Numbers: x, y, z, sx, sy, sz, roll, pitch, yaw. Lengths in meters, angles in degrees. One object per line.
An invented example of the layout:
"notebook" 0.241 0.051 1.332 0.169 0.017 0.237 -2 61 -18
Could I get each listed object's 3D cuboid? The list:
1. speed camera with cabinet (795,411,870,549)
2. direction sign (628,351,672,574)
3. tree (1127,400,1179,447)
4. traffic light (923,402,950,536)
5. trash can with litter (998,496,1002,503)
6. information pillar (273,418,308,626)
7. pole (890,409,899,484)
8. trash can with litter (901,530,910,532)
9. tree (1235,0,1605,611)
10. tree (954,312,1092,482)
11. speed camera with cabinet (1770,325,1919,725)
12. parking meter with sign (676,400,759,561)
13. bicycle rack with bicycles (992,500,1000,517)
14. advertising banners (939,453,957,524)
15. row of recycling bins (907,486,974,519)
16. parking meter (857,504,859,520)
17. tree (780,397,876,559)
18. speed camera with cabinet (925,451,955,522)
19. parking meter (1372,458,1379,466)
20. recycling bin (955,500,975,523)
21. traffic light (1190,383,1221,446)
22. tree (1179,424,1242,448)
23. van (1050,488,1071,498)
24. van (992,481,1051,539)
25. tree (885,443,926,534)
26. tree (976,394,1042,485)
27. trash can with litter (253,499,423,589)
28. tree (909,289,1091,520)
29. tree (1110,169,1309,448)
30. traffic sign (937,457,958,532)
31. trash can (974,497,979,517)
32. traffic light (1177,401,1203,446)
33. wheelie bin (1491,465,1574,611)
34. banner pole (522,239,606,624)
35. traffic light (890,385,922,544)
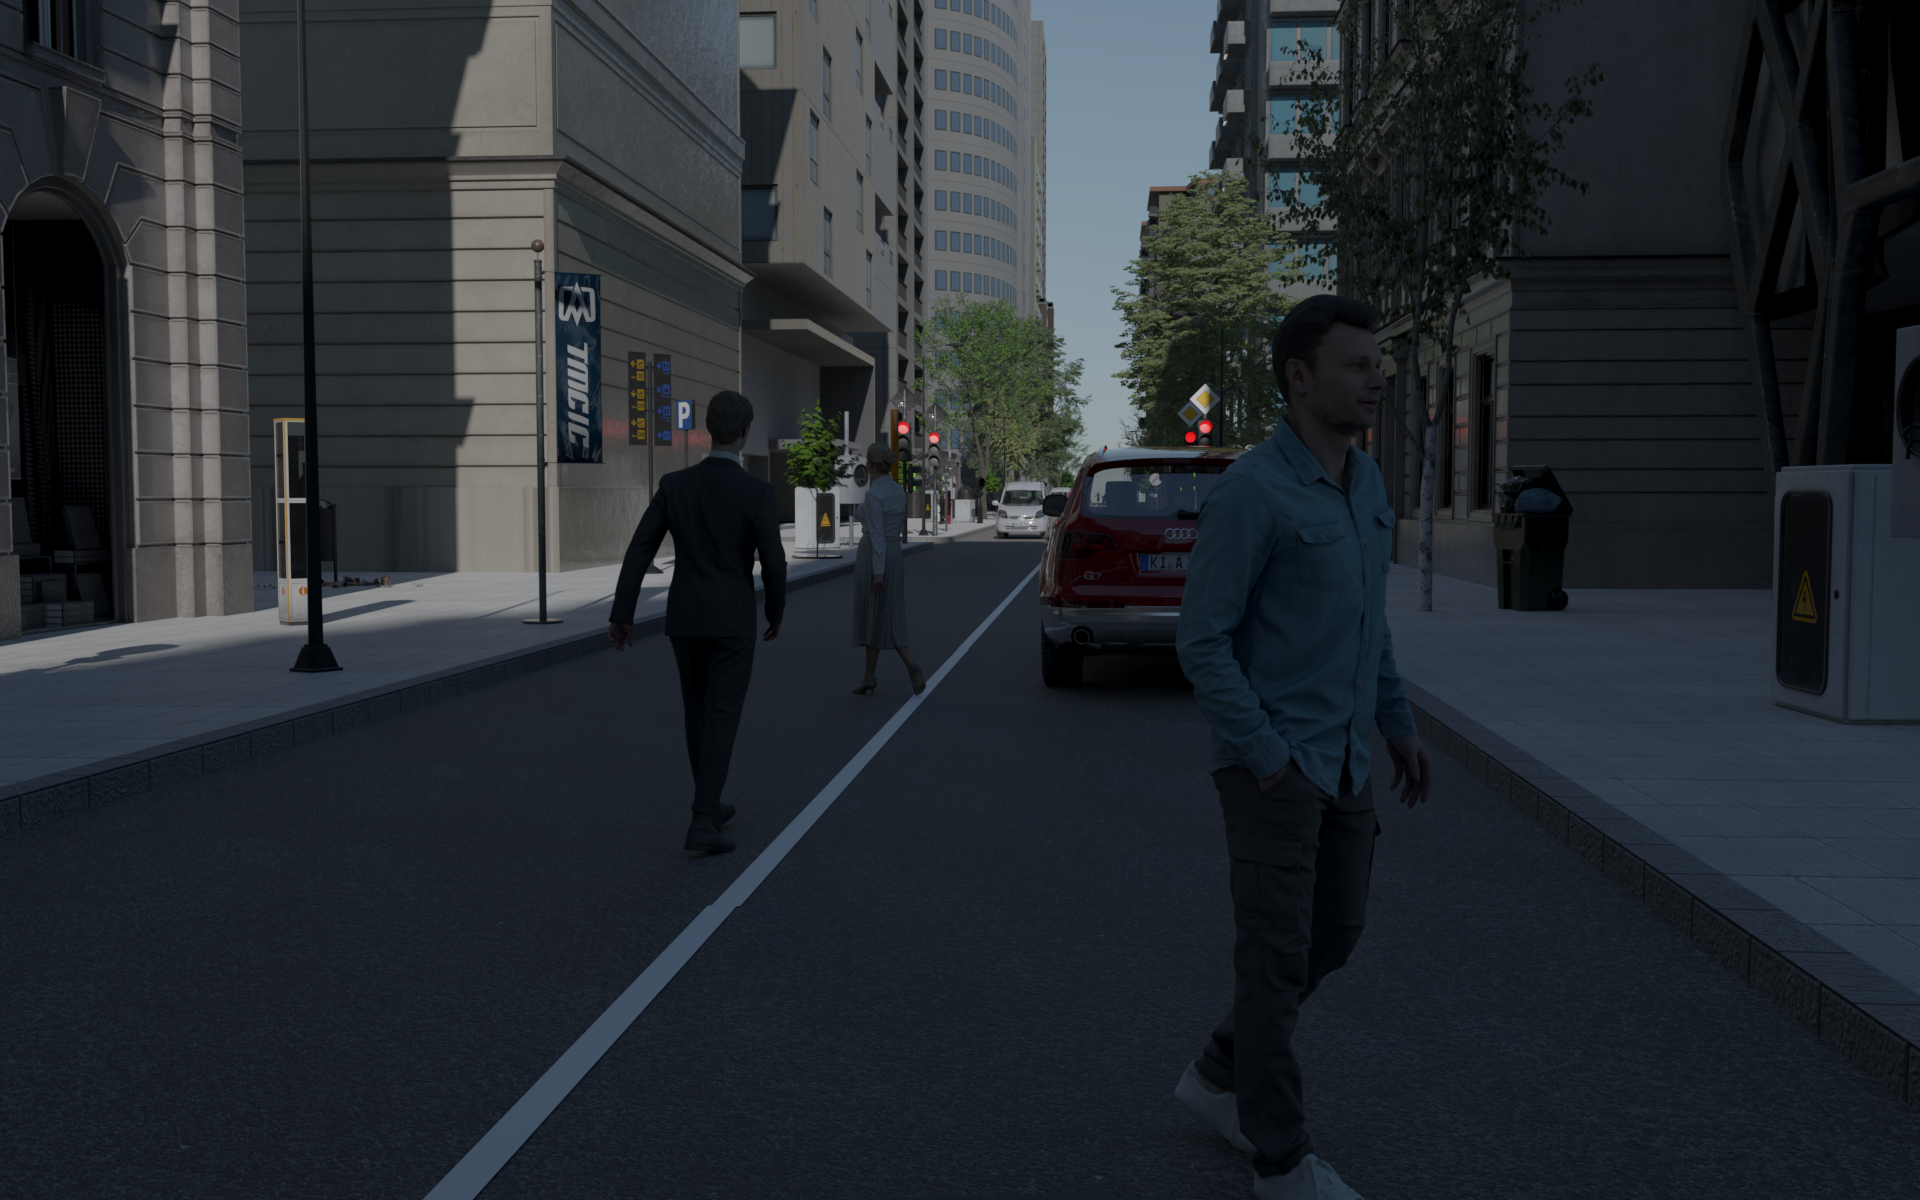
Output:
"speed camera with cabinet" -2.998 -2.849 40.909 0.660 3.252 2.038 3 4 38
"direction sign" -4.975 -2.193 27.860 0.379 3.537 0.876 3 4 39
"tree" 13.726 -10.319 119.070 4.360 8.622 3.978 0 3 0
"traffic light" -0.740 -3.905 52.760 0.839 4.253 0.868 0 4 5
"trash can with litter" 3.380 -7.130 127.955 1.055 1.170 0.624 -1 4 -14
"information pillar" -6.501 -0.763 16.975 0.304 2.012 0.304 -3 5 -39
"pole" -1.575 -2.931 41.763 0.158 3.312 0.155 0 3 0
"trash can with litter" -2.519 -2.948 59.258 1.678 1.210 2.233 1 4 21
"tree" 5.104 -4.197 18.981 4.360 8.622 3.978 0 3 0
"tree" 4.087 -13.108 120.978 9.857 13.997 8.962 0 3 0
"speed camera with cabinet" 5.173 -0.925 9.453 0.660 3.252 2.038 0 4 2
"parking meter with sign" -4.453 -2.231 32.745 1.738 3.016 0.543 -3 5 -40
"bicycle rack with bicycles" 1.502 -5.237 99.002 2.852 0.926 2.925 1 4 15
"advertising banners" -0.502 -4.754 73.911 0.090 3.025 2.074 1 4 21
"row of recycling bins" -1.033 -5.152 91.354 3.534 1.692 1.069 0 4 -6
"parking meter" -4.897 -4.698 85.229 0.372 1.533 0.369 0 3 0
"tree" -2.732 -2.447 34.613 1.663 3.219 1.824 0 3 0
"speed camera with cabinet" -0.970 -5.213 79.569 0.660 3.252 2.038 -2 4 -30
"parking meter" 6.568 -1.364 28.017 0.255 1.863 0.399 3 4 39
"recycling bin" 0.223 -4.011 78.141 0.722 1.027 0.722 1 4 23
"traffic light" 6.220 -3.379 44.174 0.839 4.253 0.868 0 4 5
"tree" 10.085 -5.369 71.492 4.285 4.588 4.351 0 3 0
"van" 6.397 -6.294 109.918 2.013 2.044 4.112 0 4 5
"van" 2.085 -3.018 56.348 2.013 2.044 4.112 0 4 5
"tree" -2.167 -3.774 56.303 1.663 3.219 1.824 0 3 0
"tree" 3.257 -9.934 112.785 4.737 8.622 4.395 0 3 0
"trash can with litter" -8.612 -0.795 24.048 2.233 1.210 1.678 1 4 12
"tree" 1.214 -9.894 87.518 9.928 11.665 9.643 0 3 0
"tree" 8.783 -8.764 61.418 7.486 12.596 7.792 0 3 0
"traffic sign" -0.466 -3.614 59.203 0.768 2.556 0.104 1 4 10
"trash can" 0.728 -5.162 96.046 0.748 1.137 0.748 0 3 0
"traffic light" 6.895 -3.866 52.130 0.839 4.253 0.868 0 4 5
"wheelie bin" 6.316 -0.688 19.152 0.693 1.594 0.980 -1 4 -17
"banner pole" -3.947 -1.665 17.240 0.863 3.779 0.401 -2 4 -28
"traffic light" -1.415 -3.418 44.803 0.839 4.253 0.868 0 4 5
